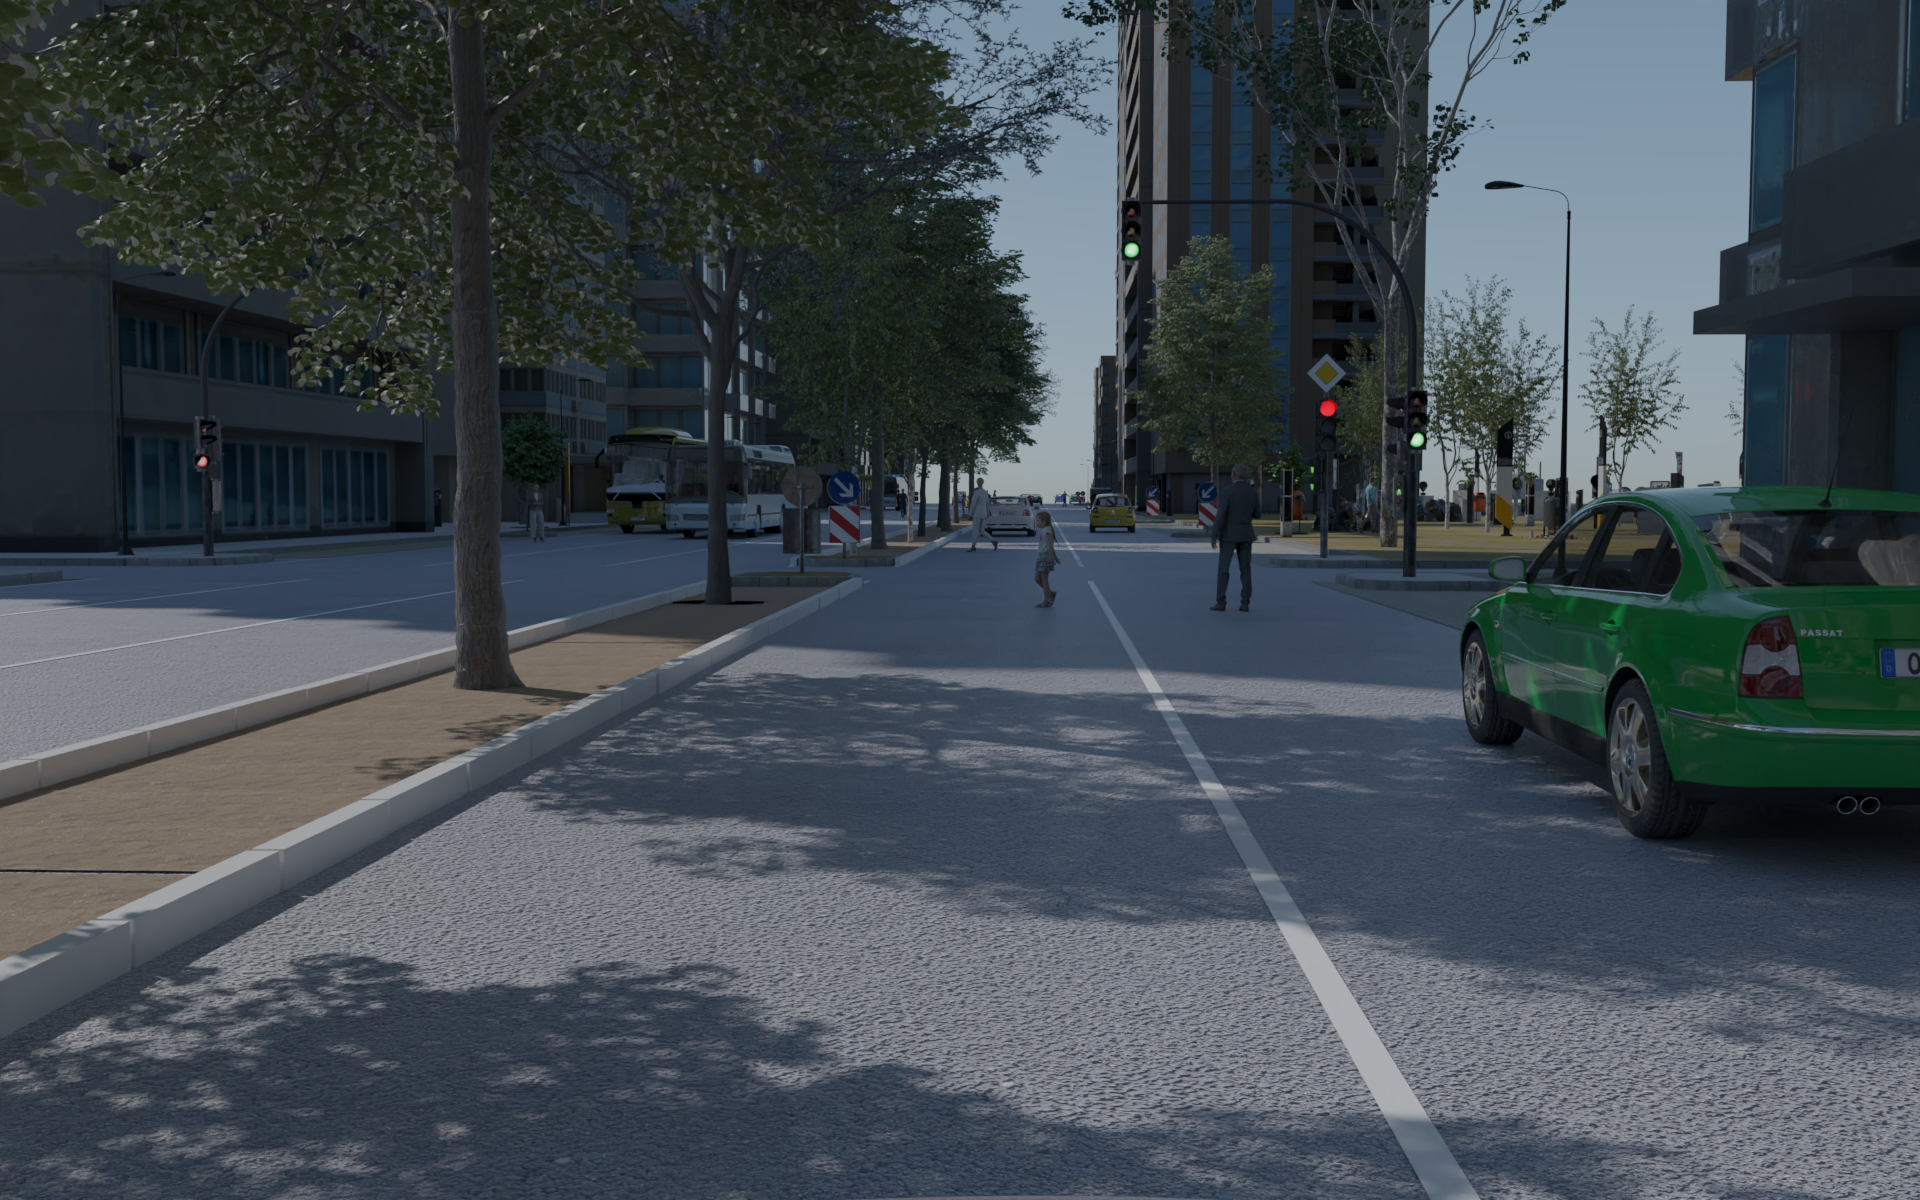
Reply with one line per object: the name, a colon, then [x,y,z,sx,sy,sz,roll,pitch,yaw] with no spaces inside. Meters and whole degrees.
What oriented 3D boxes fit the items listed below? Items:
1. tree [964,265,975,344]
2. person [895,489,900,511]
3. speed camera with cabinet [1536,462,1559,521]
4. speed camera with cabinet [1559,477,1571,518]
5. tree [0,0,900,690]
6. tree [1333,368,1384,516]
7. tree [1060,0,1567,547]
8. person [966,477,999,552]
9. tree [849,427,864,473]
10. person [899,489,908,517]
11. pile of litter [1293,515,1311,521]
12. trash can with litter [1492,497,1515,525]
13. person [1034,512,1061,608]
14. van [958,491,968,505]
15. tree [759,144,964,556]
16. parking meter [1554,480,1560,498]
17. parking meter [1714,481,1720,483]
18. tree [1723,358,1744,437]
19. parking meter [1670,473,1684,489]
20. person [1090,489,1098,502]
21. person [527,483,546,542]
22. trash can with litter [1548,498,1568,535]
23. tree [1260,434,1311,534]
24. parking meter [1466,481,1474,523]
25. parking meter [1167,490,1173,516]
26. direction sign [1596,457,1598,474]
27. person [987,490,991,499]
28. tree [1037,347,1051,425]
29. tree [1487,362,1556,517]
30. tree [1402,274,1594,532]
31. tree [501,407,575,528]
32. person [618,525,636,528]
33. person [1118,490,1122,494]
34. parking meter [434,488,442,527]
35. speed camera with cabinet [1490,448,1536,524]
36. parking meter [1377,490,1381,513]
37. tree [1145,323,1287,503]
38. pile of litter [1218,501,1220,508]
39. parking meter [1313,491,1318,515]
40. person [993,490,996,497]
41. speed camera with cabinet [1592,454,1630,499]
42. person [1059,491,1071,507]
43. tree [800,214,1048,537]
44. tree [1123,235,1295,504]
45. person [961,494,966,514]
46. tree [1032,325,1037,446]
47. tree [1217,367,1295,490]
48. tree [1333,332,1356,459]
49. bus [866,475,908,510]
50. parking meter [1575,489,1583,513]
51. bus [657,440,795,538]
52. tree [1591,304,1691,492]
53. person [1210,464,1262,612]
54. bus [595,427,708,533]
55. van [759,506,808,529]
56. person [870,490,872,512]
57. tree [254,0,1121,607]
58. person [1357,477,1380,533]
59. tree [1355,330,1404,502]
tree: [-1.470,-5.962,50.304,4.737,8.622,4.395,0,3,0]
person: [-5.208,-8.388,145.576,0.705,1.831,1.348,1,4,12]
speed camera with cabinet: [27.691,-5.463,83.655,2.038,3.252,0.660,1,4,16]
speed camera with cabinet: [32.630,-6.078,93.703,0.660,3.252,2.038,2,4,27]
tree: [-3.434,-5.591,11.992,7.486,12.596,7.792,0,3,0]
tree: [23.158,-9.137,99.745,4.360,8.622,3.978,0,3,0]
tree: [9.294,-11.407,42.400,12.611,20.169,13.585,0,3,0]
person: [0.545,-2.096,42.649,0.818,1.842,0.514,1,4,16]
tree: [-11.904,-14.399,185.790,4.360,8.622,3.978,0,3,0]
person: [-3.488,-6.005,107.101,0.576,1.772,0.534,-2,4,-23]
pile of litter: [16.216,-4.298,84.238,1.176,0.858,1.719,-3,5,-43]
trash can with litter: [22.423,-3.668,71.353,0.624,1.170,1.055,-2,4,-29]
person: [1.135,-0.509,21.843,0.382,1.210,0.505,-1,4,-11]
van: [0.115,-13.275,224.055,2.013,2.044,4.112,0,4,1]
tree: [-2.261,-5.099,36.191,4.737,8.622,4.395,0,3,0]
parking meter: [21.947,-3.524,63.335,0.399,1.863,0.255,1,4,13]
parking meter: [33.844,-4.390,77.490,0.255,1.863,0.399,2,4,28]
tree: [35.020,-7.541,73.651,4.360,8.622,3.978,0,3,0]
parking meter: [19.728,-2.567,47.675,0.255,1.863,0.399,3,5,44]
person: [9.132,-6.546,116.055,0.721,1.766,1.217,-3,5,-43]
person: [-12.629,-2.604,51.622,0.519,1.759,0.362,-2,4,-32]
trash can with litter: [18.634,-2.608,54.030,0.624,1.170,1.055,1,4,18]
tree: [10.730,-3.729,55.564,1.663,3.219,1.824,0,3,0]
parking meter: [22.504,-4.322,76.375,0.255,1.863,0.399,2,4,25]
parking meter: [12.189,-5.634,100.525,0.372,1.533,0.369,0,3,0]
direction sign: [38.494,-6.885,104.561,0.379,3.537,0.876,1,4,10]
person: [2.328,-8.520,148.356,0.990,1.755,0.434,1,4,19]
tree: [-0.439,-8.860,65.441,7.486,12.596,7.792,0,3,0]
tree: [31.524,-9.021,97.848,4.360,8.622,3.978,0,3,0]
tree: [17.727,-6.554,57.524,4.737,8.622,4.395,0,3,0]
tree: [-16.216,-5.000,65.471,4.285,4.588,4.351,0,3,0]
person: [-14.107,-3.966,73.203,0.748,1.841,0.638,-1,4,-9]
person: [17.904,-11.466,194.178,0.551,1.740,0.621,-2,4,-29]
parking meter: [-20.407,-3.616,67.537,0.372,1.533,0.369,0,3,0]
speed camera with cabinet: [23.492,-4.880,74.122,0.660,3.252,2.038,-2,4,-29]
parking meter: [23.458,-5.416,96.970,0.372,1.533,0.369,0,3,0]
tree: [13.258,-9.522,90.104,8.767,10.594,7.601,2,4,31]
pile of litter: [15.427,-5.553,104.751,1.719,0.858,1.176,-3,4,-38]
parking meter: [22.171,-6.264,108.124,0.255,1.863,0.399,0,4,4]
person: [3.091,-8.811,152.650,0.705,1.814,1.350,0,4,6]
speed camera with cabinet: [32.175,-5.571,85.427,0.660,3.252,2.038,-2,4,-29]
person: [11.739,-11.349,194.048,1.348,1.826,0.705,0,4,-5]
tree: [-1.333,-7.367,57.325,8.767,10.594,7.601,0,4,3]
tree: [11.053,-9.699,76.702,7.486,12.596,7.792,0,3,0]
person: [0.167,-6.197,113.042,0.599,1.433,0.991,0,4,-8]
tree: [-2.023,-7.549,44.003,7.486,12.596,7.792,0,3,0]
tree: [16.634,-8.992,97.374,4.360,8.622,3.978,0,3,0]
tree: [18.260,-7.734,76.817,4.737,8.622,4.395,0,3,0]
bus: [-6.596,-10.039,159.002,2.948,3.499,13.247,0,4,3]
parking meter: [32.914,-5.115,92.048,0.372,1.533,0.369,0,3,0]
bus: [-7.817,-3.981,59.950,2.948,3.499,13.247,0,4,2]
tree: [26.211,-7.208,68.205,4.737,8.622,4.395,0,3,0]
person: [3.359,-0.771,21.287,0.661,1.801,0.590,-1,4,-20]
bus: [-11.078,-4.619,67.072,2.896,3.916,12.252,0,4,3]
van: [-7.332,-3.938,71.397,2.013,2.044,4.112,0,4,4]
person: [-7.106,-8.029,139.752,0.705,1.826,1.348,0,4,-1]
tree: [-3.160,-6.690,22.213,12.009,13.543,11.850,0,3,0]
person: [13.379,-3.104,56.649,0.748,1.841,0.638,1,4,10]
tree: [17.923,-6.939,63.811,4.737,8.622,4.395,0,3,0]
